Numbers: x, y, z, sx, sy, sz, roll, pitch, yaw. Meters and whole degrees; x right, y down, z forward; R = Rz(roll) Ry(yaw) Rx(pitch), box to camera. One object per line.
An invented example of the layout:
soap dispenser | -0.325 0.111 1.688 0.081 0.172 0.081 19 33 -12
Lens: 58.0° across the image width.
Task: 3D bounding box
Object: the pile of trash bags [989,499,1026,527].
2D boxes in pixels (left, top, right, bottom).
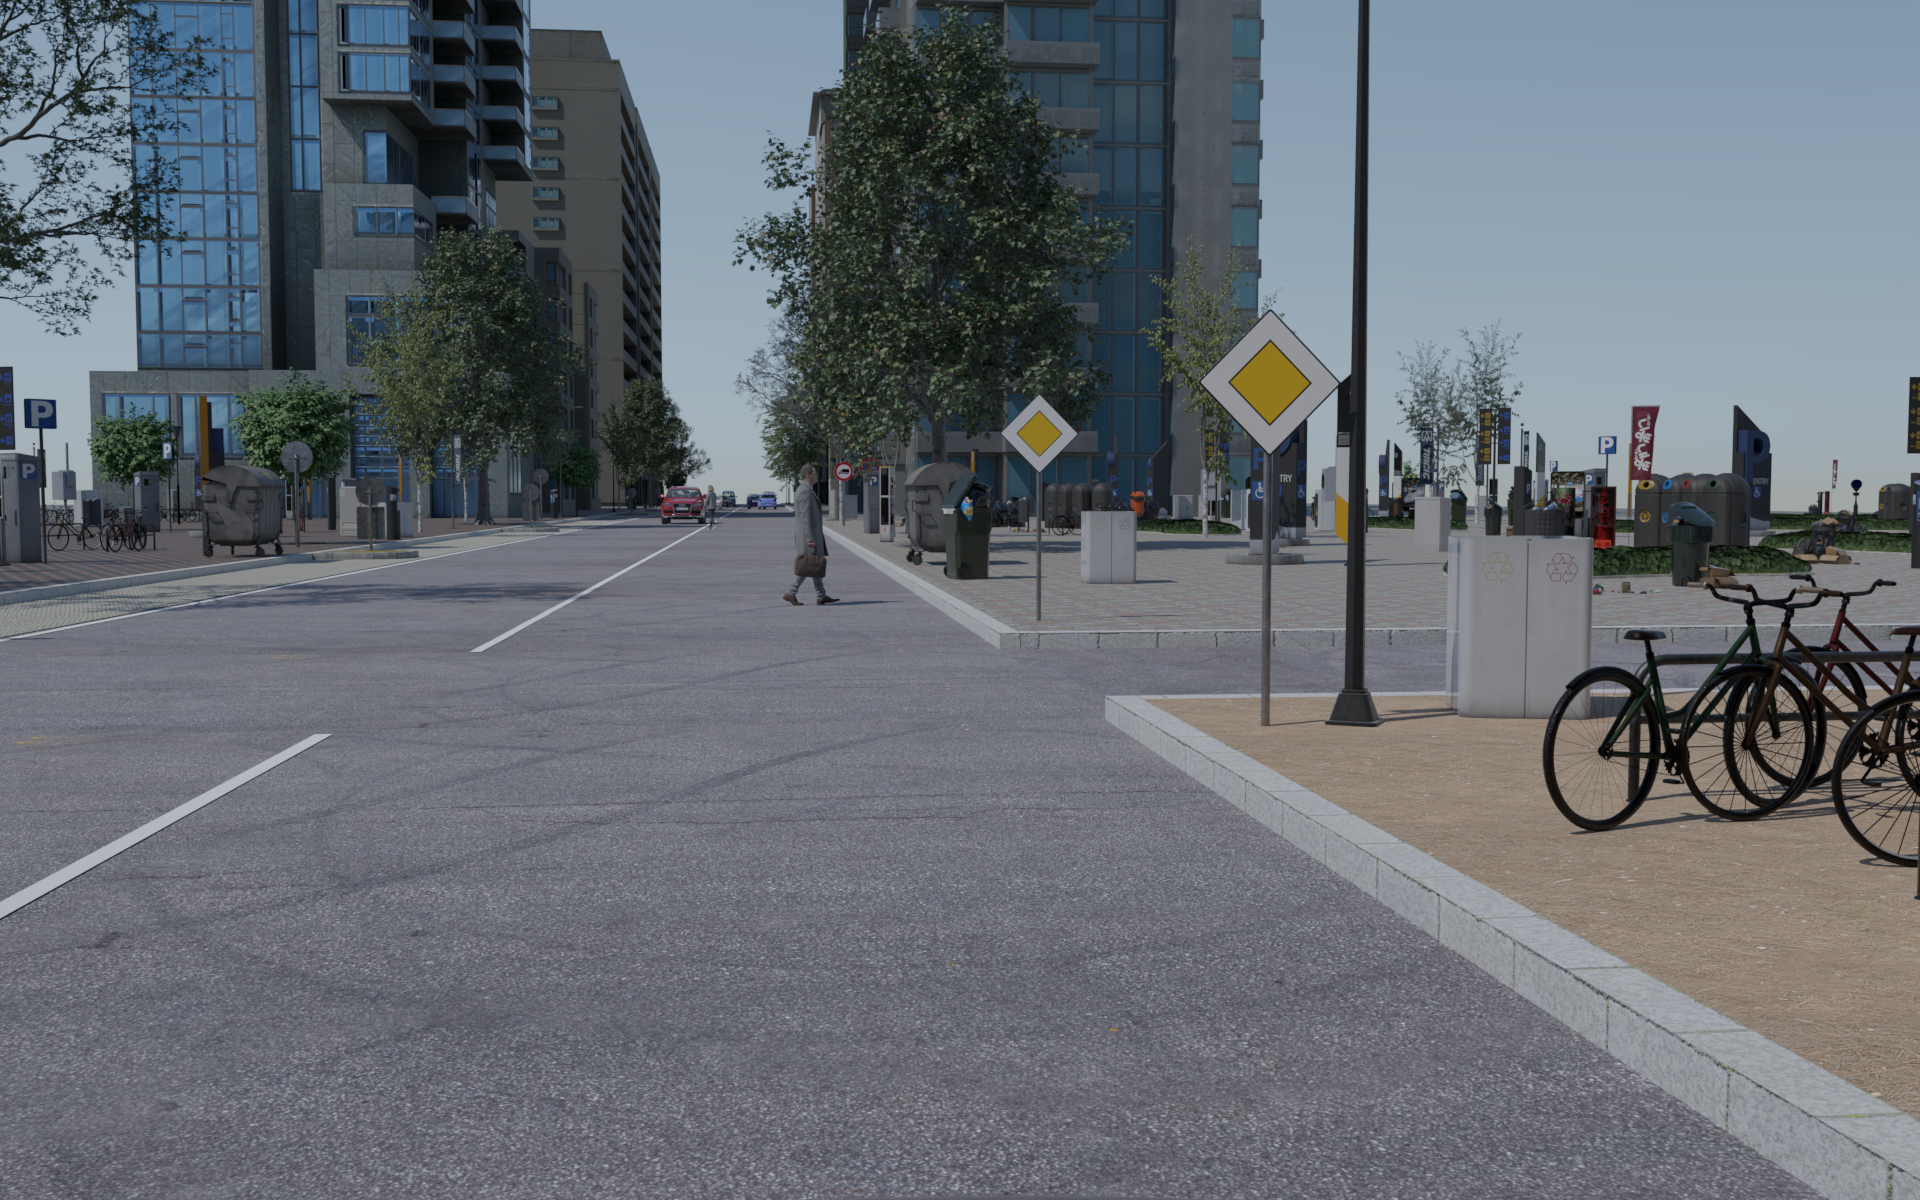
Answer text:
pile of trash bags | 0.719 -3.500 66.970 3.447 1.369 1.912 -1 4 -23

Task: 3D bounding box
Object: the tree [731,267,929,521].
tree | -5.742 -10.591 83.538 12.009 13.543 11.850 0 3 0

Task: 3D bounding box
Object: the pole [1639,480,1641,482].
pole | 24.541 -4.193 62.399 0.158 3.312 0.155 0 3 0

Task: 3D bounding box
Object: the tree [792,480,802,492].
tree | -18.301 -12.356 196.618 1.663 3.219 1.824 0 3 0

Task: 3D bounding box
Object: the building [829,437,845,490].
building | -7.389 -25.503 188.677 14.160 30.474 14.107 0 4 -6

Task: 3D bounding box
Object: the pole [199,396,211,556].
pole | -15.678 -2.576 35.967 0.158 3.312 0.155 0 3 0

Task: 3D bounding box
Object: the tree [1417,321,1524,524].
tree | 21.942 -7.529 73.464 4.360 8.622 3.978 0 3 0

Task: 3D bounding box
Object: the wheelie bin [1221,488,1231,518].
wheelie bin | 14.282 -5.179 92.577 0.693 1.594 0.980 -1 4 -12

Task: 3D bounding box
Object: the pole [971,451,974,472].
pole | 0.610 -5.451 82.969 0.158 3.312 0.155 0 3 0

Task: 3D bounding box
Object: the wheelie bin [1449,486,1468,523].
wheelie bin | 19.279 -3.612 66.960 0.693 1.594 0.980 1 4 18

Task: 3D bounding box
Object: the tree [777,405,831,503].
tree | -10.670 -10.484 121.779 4.737 8.622 4.395 0 3 0

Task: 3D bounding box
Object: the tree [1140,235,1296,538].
tree | 7.372 -6.099 50.077 4.737 8.622 4.395 0 3 0

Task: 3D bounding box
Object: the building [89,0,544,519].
building | -36.746 -48.346 103.127 22.319 86.520 31.000 0 4 -6

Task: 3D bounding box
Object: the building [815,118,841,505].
building | -9.071 -33.793 202.632 14.600 45.320 14.200 0 4 -6

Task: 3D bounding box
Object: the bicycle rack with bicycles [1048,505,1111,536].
bicycle rack with bicycles | 4.056 -2.512 54.451 2.925 0.926 2.852 -1 4 -10

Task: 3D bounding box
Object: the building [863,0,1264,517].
building | 5.518 -29.899 108.450 23.786 49.044 30.456 0 4 -6

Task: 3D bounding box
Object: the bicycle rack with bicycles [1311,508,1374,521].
bicycle rack with bicycles | 17.584 -4.068 79.889 2.925 0.926 2.852 0 4 7

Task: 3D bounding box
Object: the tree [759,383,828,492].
tree | -16.762 -15.740 175.477 7.486 12.596 7.792 0 3 0

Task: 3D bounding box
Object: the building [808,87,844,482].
building | -4.793 -38.813 223.823 28.713 52.752 27.495 0 4 -6

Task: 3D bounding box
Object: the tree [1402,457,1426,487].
tree | 23.037 -5.778 89.065 1.663 3.219 1.824 0 3 0

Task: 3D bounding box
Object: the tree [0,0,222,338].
tree | -13.665 -5.353 21.939 8.767 10.594 7.601 -1 4 -15

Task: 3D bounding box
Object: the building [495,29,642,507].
building | -46.078 -34.334 185.057 21.300 48.544 21.600 0 4 -6

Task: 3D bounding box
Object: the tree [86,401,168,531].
tree | -29.225 -4.751 61.385 4.285 4.588 4.351 0 3 0

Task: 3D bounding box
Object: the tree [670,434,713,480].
tree | -39.129 -19.067 246.160 8.767 10.594 7.601 0 4 -3

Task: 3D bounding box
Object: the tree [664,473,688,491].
tree | -35.289 -14.105 214.329 4.285 4.588 4.351 0 3 0

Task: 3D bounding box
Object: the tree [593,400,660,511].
tree | -25.985 -11.172 133.025 4.737 8.622 4.395 0 3 0

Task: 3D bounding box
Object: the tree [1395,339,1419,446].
tree | 22.355 -8.036 81.748 4.360 8.622 3.978 0 3 0

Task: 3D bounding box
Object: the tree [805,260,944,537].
tree | -1.887 -6.181 51.419 4.360 8.622 3.978 0 3 0

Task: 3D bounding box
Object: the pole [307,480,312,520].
pole | -32.527 -5.672 86.584 0.158 3.312 0.155 0 3 0

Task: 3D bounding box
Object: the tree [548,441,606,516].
tree | -22.324 -7.185 101.183 4.285 4.588 4.351 0 3 0

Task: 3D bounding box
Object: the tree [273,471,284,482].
tree | -27.802 -4.578 69.449 1.663 3.219 1.824 0 3 0

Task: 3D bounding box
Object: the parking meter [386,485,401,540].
parking meter | -15.879 -2.453 48.520 0.372 1.533 0.369 0 3 0

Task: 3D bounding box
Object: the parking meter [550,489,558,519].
parking meter | -21.305 -5.045 90.900 0.372 1.533 0.369 0 3 0

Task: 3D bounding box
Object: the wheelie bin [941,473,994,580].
wheelie bin | 0.120 -1.119 26.204 0.693 1.594 0.980 -1 4 -20

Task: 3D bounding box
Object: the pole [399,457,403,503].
pole | -28.638 -5.804 88.746 0.158 3.312 0.155 0 3 0

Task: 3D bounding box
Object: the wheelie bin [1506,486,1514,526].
wheelie bin | 22.439 -3.776 69.653 0.693 1.594 0.980 -3 4 -38

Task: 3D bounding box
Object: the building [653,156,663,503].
building | -50.777 -37.000 228.648 21.300 48.544 21.600 0 4 -6

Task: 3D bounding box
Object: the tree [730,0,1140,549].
tree | -0.503 -7.550 40.449 9.611 12.733 9.660 0 3 0

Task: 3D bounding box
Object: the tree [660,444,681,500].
tree | -31.603 -14.229 183.004 4.737 8.622 4.395 0 3 0

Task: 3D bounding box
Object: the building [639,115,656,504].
building | -48.307 -35.645 206.502 21.300 48.544 21.600 0 4 -6

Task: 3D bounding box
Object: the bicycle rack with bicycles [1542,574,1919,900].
bicycle rack with bicycles | 3.624 0.418 6.556 2.925 0.926 2.852 0 4 -7

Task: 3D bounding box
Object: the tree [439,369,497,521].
tree | -23.455 -8.040 81.816 4.360 8.622 3.978 0 3 0

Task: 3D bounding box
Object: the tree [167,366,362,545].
tree | -17.033 -3.720 44.535 4.285 4.588 4.351 0 3 0

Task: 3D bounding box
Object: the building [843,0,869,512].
building | -1.809 -27.357 130.878 14.154 41.232 14.086 0 4 -6

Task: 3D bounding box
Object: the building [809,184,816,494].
building | -14.127 -36.347 244.378 14.600 45.320 14.200 0 4 -6

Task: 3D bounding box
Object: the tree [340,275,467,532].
tree | -18.183 -6.552 57.482 4.737 8.622 4.395 0 3 0

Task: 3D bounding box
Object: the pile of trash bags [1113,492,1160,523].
pile of trash bags | 6.824 -3.524 67.375 1.912 1.369 3.447 0 4 -1

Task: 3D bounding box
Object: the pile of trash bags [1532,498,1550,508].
pile of trash bags | 27.956 -4.483 83.057 1.912 1.369 3.447 0 4 -7

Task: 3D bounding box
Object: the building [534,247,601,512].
building | -43.416 -17.703 134.475 27.650 21.520 28.899 0 4 -6

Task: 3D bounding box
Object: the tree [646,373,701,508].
tree | -29.559 -15.145 164.627 9.611 12.733 9.660 0 3 0

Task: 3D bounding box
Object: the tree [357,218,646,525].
tree | -20.047 -9.504 72.405 9.611 12.733 9.660 0 3 0

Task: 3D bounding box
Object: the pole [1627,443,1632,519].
pole | 26.991 -4.643 69.754 0.158 3.312 0.155 0 3 0

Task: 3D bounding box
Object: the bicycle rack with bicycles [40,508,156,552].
bicycle rack with bicycles | -19.427 -1.588 39.340 2.852 0.926 2.925 1 4 9

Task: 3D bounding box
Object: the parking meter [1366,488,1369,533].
parking meter | 13.247 -2.973 57.012 0.372 1.533 0.369 0 3 0
